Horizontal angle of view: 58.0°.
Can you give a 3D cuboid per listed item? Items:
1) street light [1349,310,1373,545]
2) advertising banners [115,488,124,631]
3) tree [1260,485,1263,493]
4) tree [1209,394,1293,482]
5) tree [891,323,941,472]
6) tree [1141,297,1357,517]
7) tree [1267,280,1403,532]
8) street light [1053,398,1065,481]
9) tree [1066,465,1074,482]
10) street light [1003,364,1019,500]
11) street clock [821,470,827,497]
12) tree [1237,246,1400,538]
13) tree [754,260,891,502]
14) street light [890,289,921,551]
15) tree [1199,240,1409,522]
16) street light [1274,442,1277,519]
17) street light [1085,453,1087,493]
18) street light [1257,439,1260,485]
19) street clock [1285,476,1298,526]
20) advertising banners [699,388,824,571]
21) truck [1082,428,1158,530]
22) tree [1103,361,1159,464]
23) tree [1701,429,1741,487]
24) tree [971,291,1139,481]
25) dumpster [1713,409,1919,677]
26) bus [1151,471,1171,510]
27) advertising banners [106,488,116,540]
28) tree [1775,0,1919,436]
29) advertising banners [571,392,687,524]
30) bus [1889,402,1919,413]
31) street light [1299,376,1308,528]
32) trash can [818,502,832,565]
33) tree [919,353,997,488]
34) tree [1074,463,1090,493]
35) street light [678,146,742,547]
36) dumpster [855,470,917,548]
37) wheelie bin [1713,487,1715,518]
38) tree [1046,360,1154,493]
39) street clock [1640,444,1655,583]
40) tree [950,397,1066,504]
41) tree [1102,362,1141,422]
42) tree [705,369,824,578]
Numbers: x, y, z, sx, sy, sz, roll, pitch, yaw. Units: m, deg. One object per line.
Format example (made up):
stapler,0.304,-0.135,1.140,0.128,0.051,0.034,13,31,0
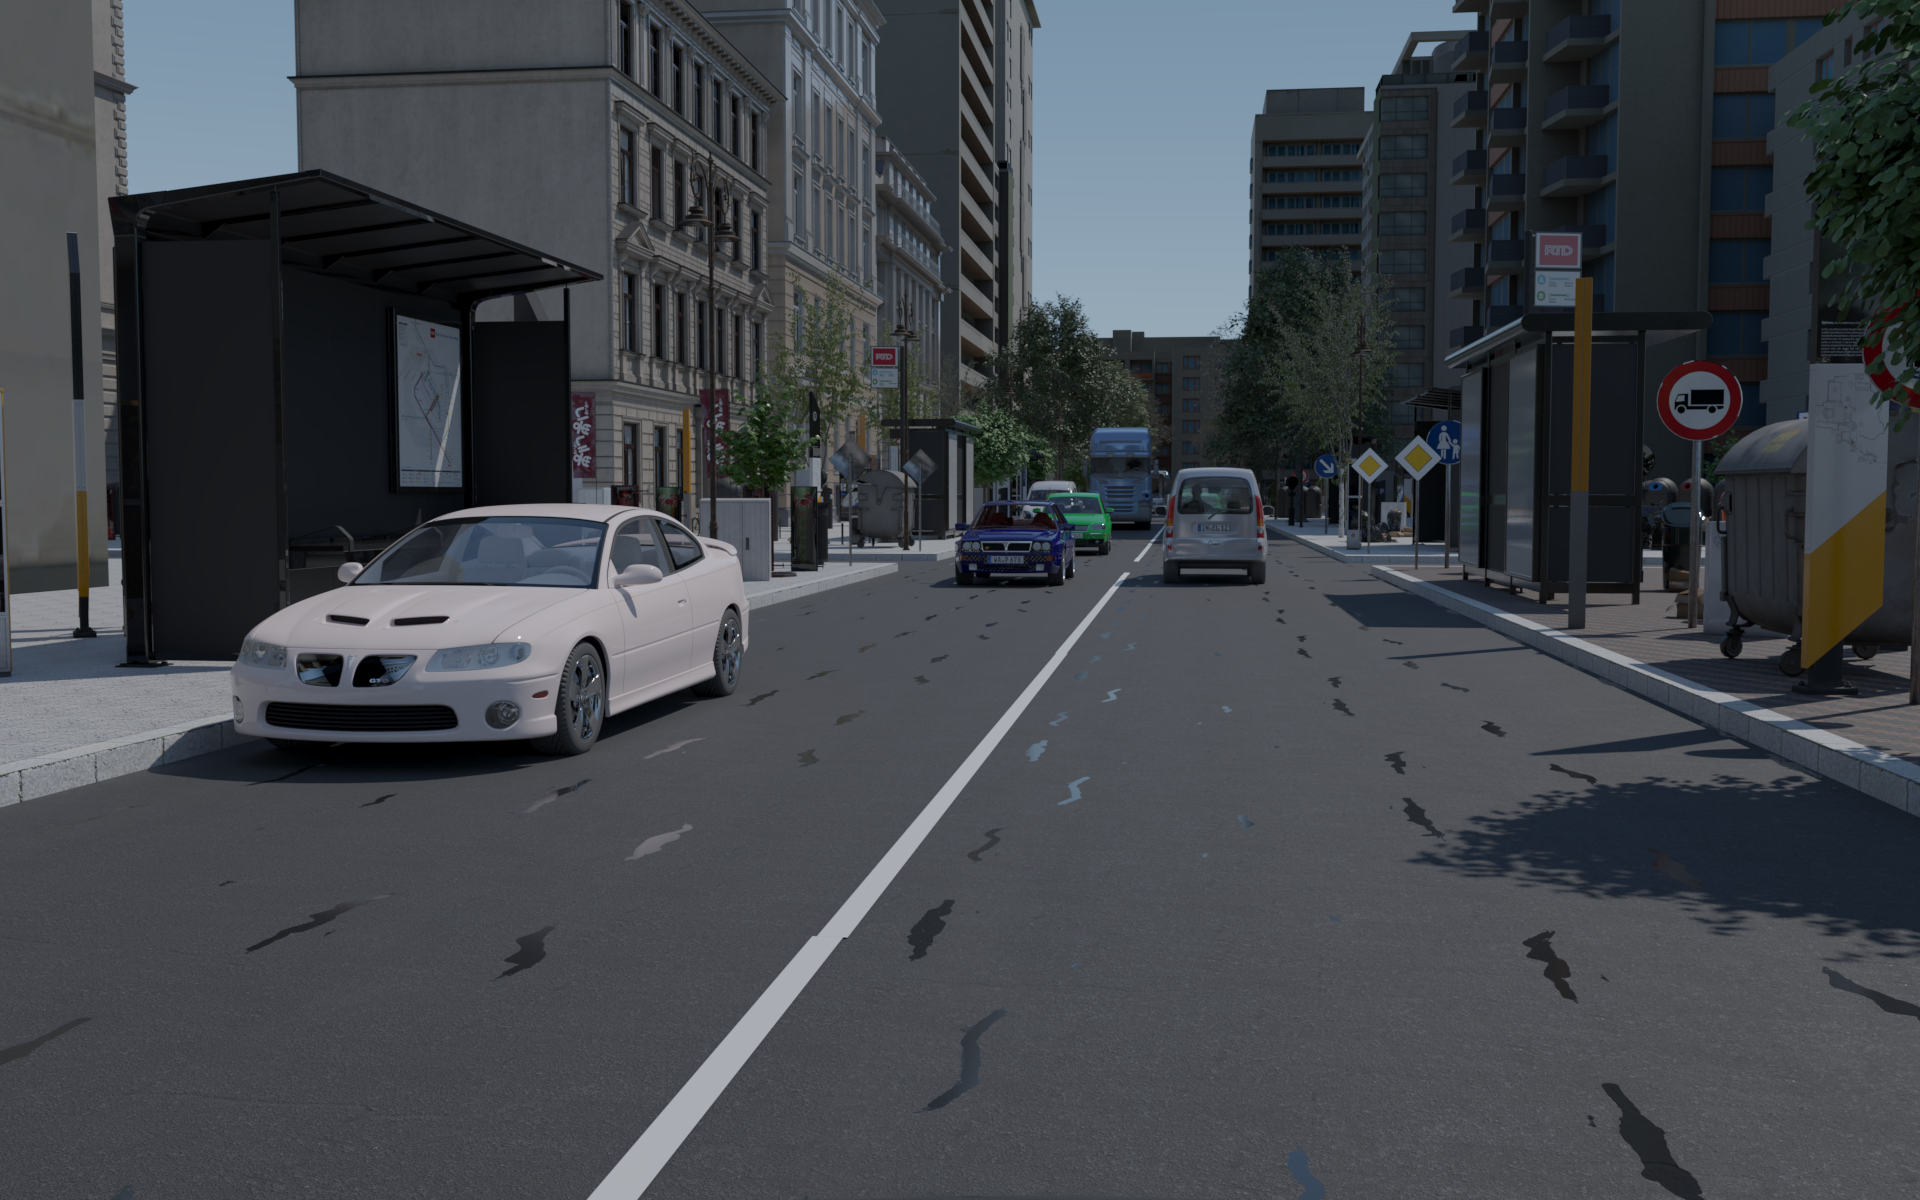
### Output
street light,10.110,-4.342,43.783,0.468,5.910,1.993,0,4,8
advertising banners,-7.299,-1.240,16.459,0.090,3.025,2.074,1,4,10
tree,25.500,-9.443,148.992,1.663,3.219,1.824,0,3,0
tree,24.378,-13.195,141.492,9.928,11.665,9.643,0,3,0
tree,-2.542,-7.436,71.945,4.737,8.622,4.395,0,3,0
tree,17.577,-11.303,95.176,12.009,13.543,11.850,0,3,0
tree,12.764,-6.637,58.877,4.737,8.622,4.395,0,3,0
street light,4.811,-6.794,83.872,0.468,5.910,1.993,0,4,8
tree,2.800,-5.865,79.605,4.285,4.588,4.351,0,3,0
street light,1.822,-5.446,61.826,0.468,5.910,1.993,0,4,8
street clock,-4.161,-2.841,51.023,0.471,2.002,0.358,2,4,25
tree,10.970,-6.128,50.557,4.360,8.622,3.978,0,3,0
tree,-4.514,-6.405,55.090,4.737,8.622,4.395,0,3,0
street light,-1.223,-4.066,39.268,0.468,5.910,1.993,0,4,8
tree,15.483,-9.867,78.332,9.611,12.733,9.660,0,3,0
street light,16.139,-7.068,88.355,0.468,5.910,1.993,0,4,8
street light,7.703,-8.143,105.930,0.468,5.910,1.993,0,4,8
street light,19.014,-8.430,110.617,0.468,5.910,1.993,0,4,8
street clock,13.384,-3.995,69.890,0.471,2.002,0.358,-1,4,-22
advertising banners,-3.306,-1.991,28.734,2.074,3.025,0.090,0,4,4
truck,7.155,-5.282,76.123,2.967,4.110,18.799,0,4,6
tree,13.160,-13.986,146.791,7.486,12.596,7.792,0,3,0
tree,22.847,-3.463,51.218,1.663,3.219,1.824,0,3,0
tree,5.409,-11.078,98.138,9.611,12.733,9.660,0,3,0
dumpster,6.443,-0.426,12.727,1.264,1.857,1.865,0,4,7
bus,14.677,-8.470,133.337,2.948,3.499,13.247,1,4,9
advertising banners,-23.772,-3.183,48.232,2.074,3.025,0.090,0,4,2
tree,5.610,-1.498,8.199,4.285,4.588,4.351,0,3,0
advertising banners,-5.771,-2.066,29.963,2.074,3.025,0.090,-1,4,-19
bus,23.206,-2.442,31.476,12.252,3.916,2.896,0,4,6
street light,13.098,-5.720,66.316,0.468,5.910,1.993,0,4,8
trash can,-2.695,-1.209,31.415,0.748,1.137,0.748,0,3,0
tree,-0.133,-8.521,89.677,4.360,8.622,3.978,0,3,0
tree,8.474,-8.460,122.031,4.285,4.588,4.351,0,3,0
street light,-3.359,-3.100,23.470,0.468,5.910,1.993,0,4,8
dumpster,-1.791,-2.207,41.835,1.264,1.857,1.865,0,4,8
wheelie bin,21.859,-2.557,49.717,0.693,1.594,0.980,3,5,40
tree,8.257,-10.833,111.529,8.767,10.594,7.601,0,4,3
street clock,9.787,-1.256,25.098,0.471,2.002,0.358,-1,4,-19
tree,0.822,-4.602,58.957,4.285,4.588,4.351,0,3,0
tree,14.812,-15.213,159.105,12.009,13.543,11.850,0,3,0
tree,-3.116,-1.984,27.047,1.663,3.219,1.824,0,3,0
